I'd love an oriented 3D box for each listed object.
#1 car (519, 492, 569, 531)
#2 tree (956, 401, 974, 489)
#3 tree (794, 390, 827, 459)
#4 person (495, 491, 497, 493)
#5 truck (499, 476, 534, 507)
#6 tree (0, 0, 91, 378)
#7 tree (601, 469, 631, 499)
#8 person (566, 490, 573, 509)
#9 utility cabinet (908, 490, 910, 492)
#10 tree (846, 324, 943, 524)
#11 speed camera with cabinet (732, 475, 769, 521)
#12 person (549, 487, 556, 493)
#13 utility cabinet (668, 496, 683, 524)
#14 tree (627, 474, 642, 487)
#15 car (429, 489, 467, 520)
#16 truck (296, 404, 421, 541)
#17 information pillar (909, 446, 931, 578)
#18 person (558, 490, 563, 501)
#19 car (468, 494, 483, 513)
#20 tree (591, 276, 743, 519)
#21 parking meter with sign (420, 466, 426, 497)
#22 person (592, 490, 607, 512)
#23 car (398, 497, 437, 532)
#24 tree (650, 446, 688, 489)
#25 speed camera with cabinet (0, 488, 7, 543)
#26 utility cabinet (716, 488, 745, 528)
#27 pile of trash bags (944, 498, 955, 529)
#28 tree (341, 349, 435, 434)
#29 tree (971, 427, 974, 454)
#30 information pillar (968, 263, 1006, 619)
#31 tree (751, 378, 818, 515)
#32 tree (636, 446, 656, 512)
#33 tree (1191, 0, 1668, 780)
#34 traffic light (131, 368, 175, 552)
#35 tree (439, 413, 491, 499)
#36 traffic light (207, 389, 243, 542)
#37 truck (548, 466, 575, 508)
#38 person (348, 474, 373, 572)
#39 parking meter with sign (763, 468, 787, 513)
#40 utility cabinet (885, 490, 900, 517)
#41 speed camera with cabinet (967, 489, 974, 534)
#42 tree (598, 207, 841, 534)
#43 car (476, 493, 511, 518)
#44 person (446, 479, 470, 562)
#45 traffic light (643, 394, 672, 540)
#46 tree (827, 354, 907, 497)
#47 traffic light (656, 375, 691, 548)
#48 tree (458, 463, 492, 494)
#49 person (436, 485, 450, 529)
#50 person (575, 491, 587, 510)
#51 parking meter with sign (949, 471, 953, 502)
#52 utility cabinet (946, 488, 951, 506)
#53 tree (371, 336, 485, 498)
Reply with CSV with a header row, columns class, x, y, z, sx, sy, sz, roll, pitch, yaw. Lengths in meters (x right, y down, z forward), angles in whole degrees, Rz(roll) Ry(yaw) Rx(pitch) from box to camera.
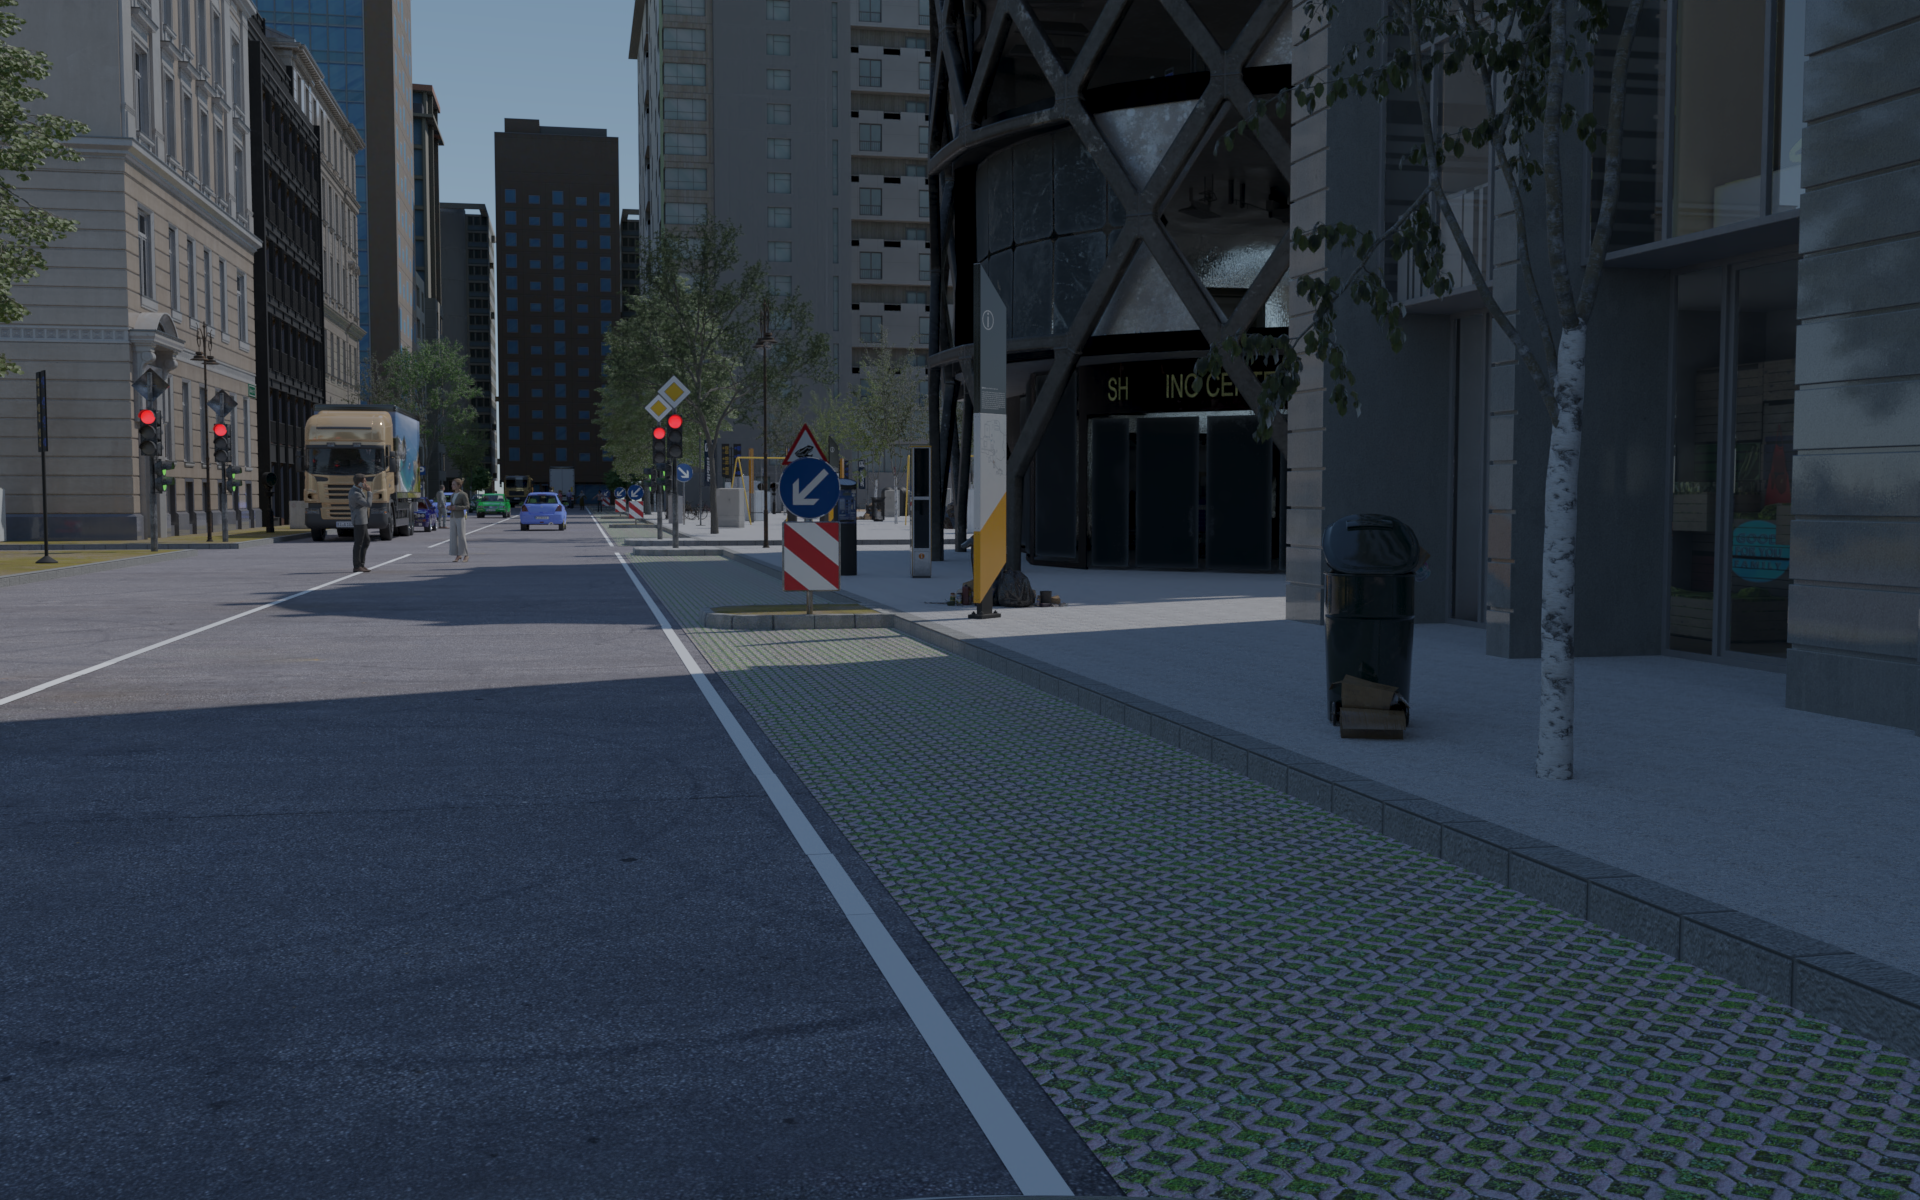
class,x,y,z,sx,sy,sz,roll,pitch,yaw
car,-16.519,-3.616,68.710,1.945,1.707,3.694,-1,4,-11
tree,0.882,-8.114,83.023,4.360,8.622,3.978,0,3,0
tree,-9.348,-10.378,120.049,4.737,8.622,4.395,0,3,0
person,-42.225,-9.060,157.341,0.721,1.736,1.217,-2,4,-35
truck,-46.758,-11.471,183.466,3.469,3.379,9.791,-1,4,-11
tree,-15.627,-6.429,23.240,7.486,12.596,7.792,0,3,0
tree,-39.317,-13.114,198.131,4.285,4.588,4.351,0,3,0
person,-38.152,-9.853,169.471,0.709,1.838,0.599,1,4,15
utility cabinet,-2.927,-5.887,104.936,0.318,1.500,1.173,2,4,28
tree,-2.784,-7.589,74.447,4.360,8.622,3.978,0,3,0
speed camera with cabinet,-10.125,-5.420,82.958,0.660,3.252,2.038,-3,5,-39
person,-26.390,-6.374,112.082,0.474,1.900,0.648,3,4,38
utility cabinet,-12.397,-3.935,75.501,0.306,1.237,1.020,-2,4,-31
tree,-26.750,-9.110,143.553,1.663,3.219,1.824,0,3,0
car,-27.995,-5.208,94.735,1.945,1.707,3.694,-1,4,-10
truck,-19.335,-4.121,56.293,2.839,4.237,11.283,-1,4,-12
information pillar,-0.604,-1.344,26.460,0.304,2.012,0.304,-1,4,-8
person,-29.139,-7.126,125.734,0.721,1.743,1.217,1,4,11
car,-36.715,-7.402,132.820,2.131,1.459,4.920,-1,4,-14
tree,-14.613,-10.467,89.265,7.486,12.596,7.792,0,3,0
parking meter with sign,-33.610,-6.824,107.838,0.543,3.016,1.738,-1,4,-13
person,-28.500,-7.807,136.861,1.217,1.736,0.721,0,4,7
car,-20.989,-3.276,66.141,1.945,1.354,3.894,-1,4,-12
tree,-20.412,-10.286,118.546,4.737,8.622,4.395,0,3,0
speed camera with cabinet,-25.533,-3.108,45.145,0.660,3.252,2.038,-1,4,-13
utility cabinet,-8.643,-3.452,65.113,1.173,1.500,0.318,3,4,36
pile of trash bags,0.756,-3.341,64.374,3.447,1.369,1.912,-1,4,-16
tree,-29.117,-8.413,87.908,4.360,8.622,3.978,0,3,0
tree,2.374,-9.792,110.458,4.737,8.622,4.395,0,3,0
information pillar,0.302,-1.622,17.870,0.183,3.616,0.504,3,4,36
tree,-10.476,-9.362,103.436,4.360,8.622,3.978,0,3,0
tree,-22.199,-10.651,124.514,4.360,8.622,3.978,0,3,0
tree,2.631,-3.513,7.808,4.360,8.622,3.978,0,3,0
traffic light,-17.961,-3.035,38.540,0.839,4.253,0.868,-1,4,-12
tree,-46.875,-13.123,164.925,4.737,8.622,4.395,0,3,0
traffic light,-19.685,-3.512,46.337,0.839,4.253,0.868,-1,4,-12
truck,-41.738,-11.787,181.628,2.839,4.237,11.283,-1,4,-13
person,-10.970,-1.410,31.736,0.473,1.802,0.592,-1,4,-12
parking meter with sign,-12.252,-7.289,115.431,1.738,3.016,0.543,-1,4,-13
utility cabinet,-3.728,-5.276,94.948,0.318,1.500,1.173,-2,4,-31
speed camera with cabinet,0.740,-3.823,56.836,0.660,3.252,2.038,1,4,14
tree,-7.832,-7.420,55.737,8.767,10.594,7.601,0,4,6
car,-28.298,-5.889,105.076,1.959,1.807,4.718,-1,4,-11
person,-10.602,-1.678,36.477,0.519,1.759,0.362,2,4,32
traffic light,-8.497,-3.663,48.818,0.839,4.253,0.868,-1,4,-12
tree,-4.531,-8.630,91.466,4.737,8.622,4.395,0,3,0
traffic light,-6.773,-3.187,41.020,0.839,4.253,0.868,-1,4,-12
tree,-54.383,-12.936,195.210,4.285,4.588,4.351,0,3,0
person,-21.457,-3.860,71.707,0.635,1.810,0.391,3,5,44
person,-33.661,-8.853,153.969,1.217,1.736,0.721,2,4,25
parking meter with sign,-0.178,-6.119,96.303,0.543,3.016,1.738,1,4,12
utility cabinet,-0.947,-3.602,67.578,1.173,1.500,0.318,0,4,4
tree,-35.099,-11.496,113.718,9.928,11.665,9.643,0,3,0
